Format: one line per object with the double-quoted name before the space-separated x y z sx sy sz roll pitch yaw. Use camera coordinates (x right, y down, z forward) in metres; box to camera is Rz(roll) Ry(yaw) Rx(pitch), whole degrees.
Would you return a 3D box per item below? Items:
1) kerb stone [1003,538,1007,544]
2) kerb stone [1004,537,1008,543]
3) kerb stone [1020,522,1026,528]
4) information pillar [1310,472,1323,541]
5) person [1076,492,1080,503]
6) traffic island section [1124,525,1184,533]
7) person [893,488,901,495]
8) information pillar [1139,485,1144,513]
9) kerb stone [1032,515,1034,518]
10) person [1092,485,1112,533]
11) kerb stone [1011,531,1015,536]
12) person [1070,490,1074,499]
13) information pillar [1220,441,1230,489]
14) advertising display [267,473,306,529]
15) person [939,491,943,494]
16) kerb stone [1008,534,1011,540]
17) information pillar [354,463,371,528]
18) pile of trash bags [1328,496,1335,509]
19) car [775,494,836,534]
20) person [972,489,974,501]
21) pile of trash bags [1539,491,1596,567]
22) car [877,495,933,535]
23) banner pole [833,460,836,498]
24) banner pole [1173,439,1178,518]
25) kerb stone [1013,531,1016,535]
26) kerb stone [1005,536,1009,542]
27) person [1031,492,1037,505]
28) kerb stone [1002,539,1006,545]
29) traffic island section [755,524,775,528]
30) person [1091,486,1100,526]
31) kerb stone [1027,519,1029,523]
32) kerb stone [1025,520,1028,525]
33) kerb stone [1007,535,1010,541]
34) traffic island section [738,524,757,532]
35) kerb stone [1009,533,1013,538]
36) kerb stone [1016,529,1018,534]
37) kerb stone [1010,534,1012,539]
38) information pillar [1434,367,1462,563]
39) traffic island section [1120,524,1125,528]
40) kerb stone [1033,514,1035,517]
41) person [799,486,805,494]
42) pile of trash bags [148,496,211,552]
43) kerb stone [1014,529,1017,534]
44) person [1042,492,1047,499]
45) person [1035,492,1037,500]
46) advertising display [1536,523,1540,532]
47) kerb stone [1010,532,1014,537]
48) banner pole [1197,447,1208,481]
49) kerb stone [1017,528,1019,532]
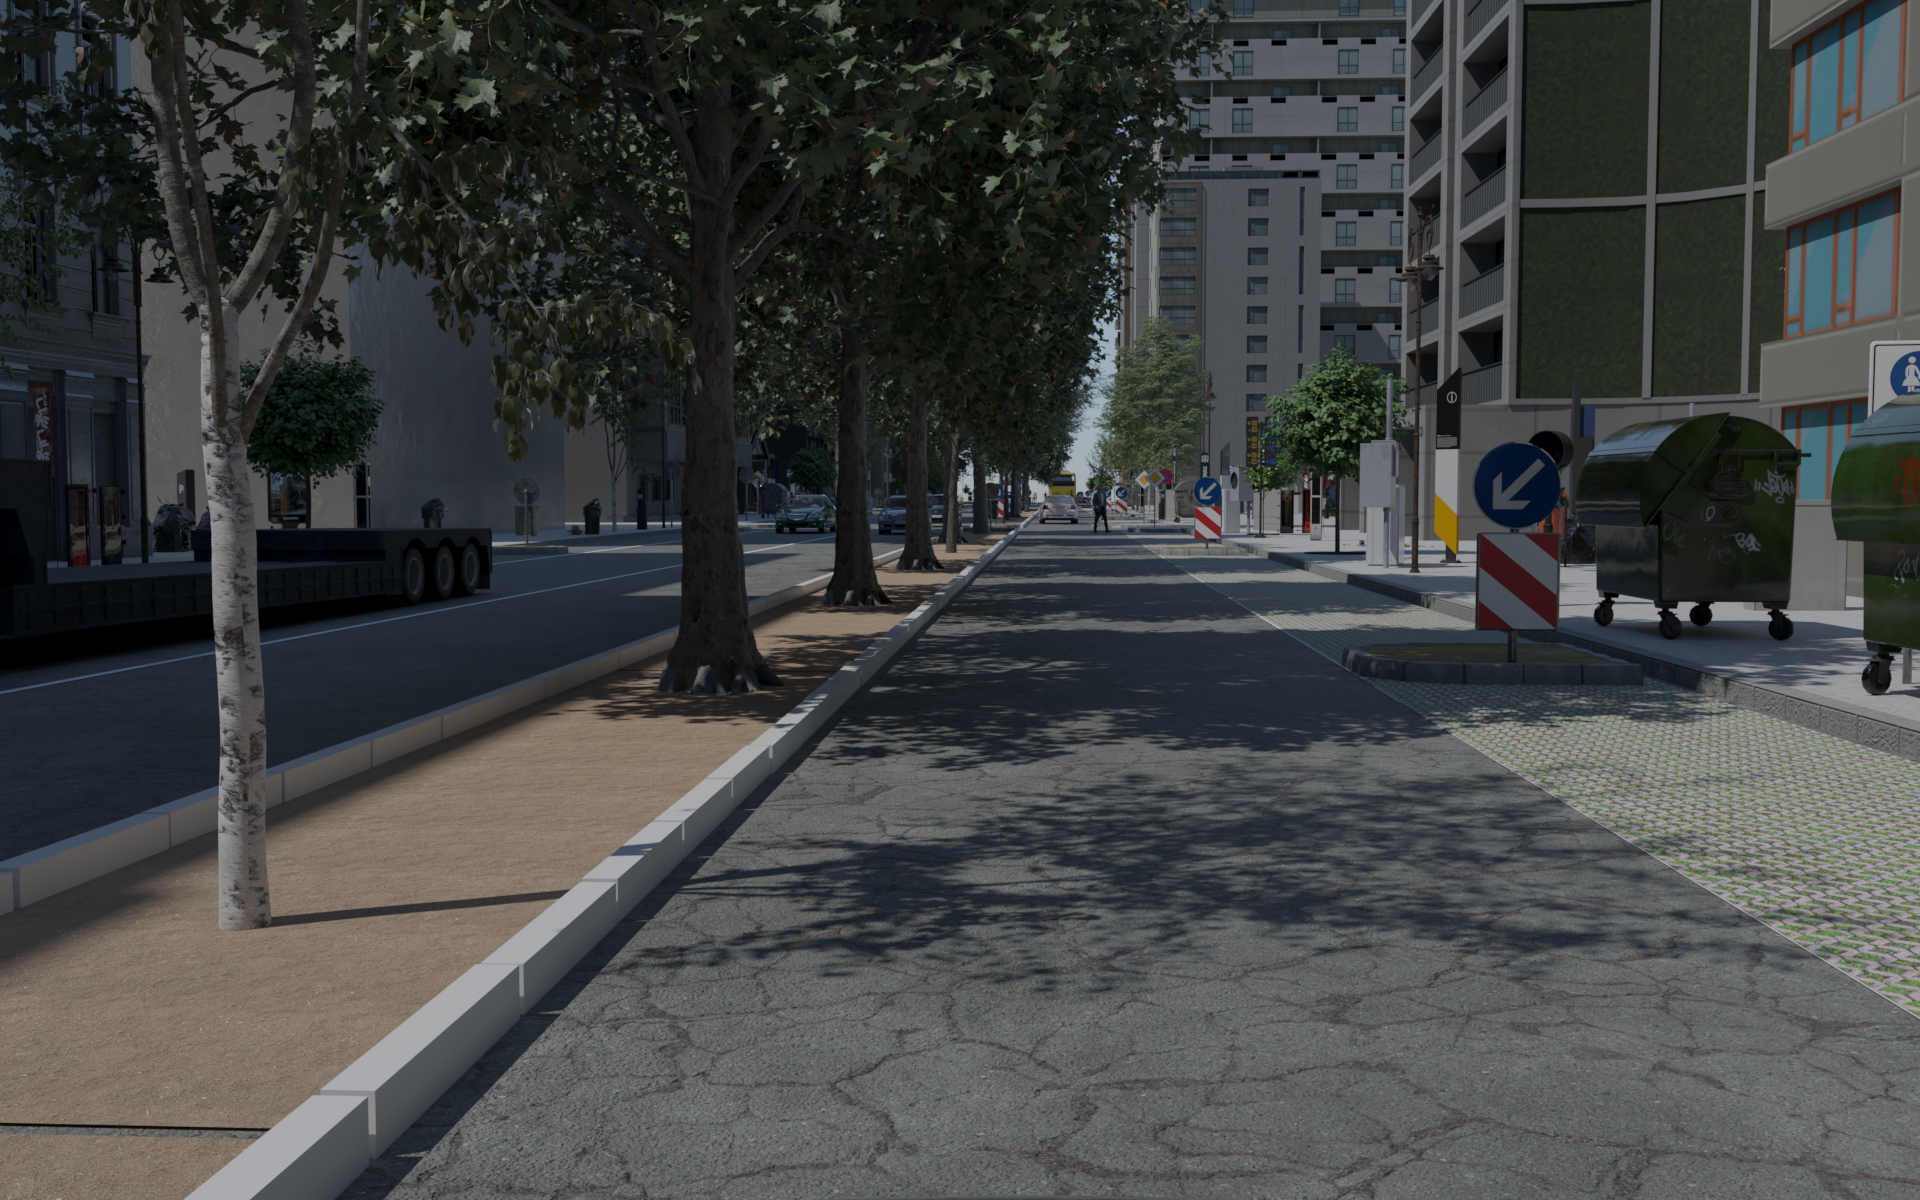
"kerb stone" 1.144 -1.530 47.271 0.120 0.150 1.000 0 4 3
"kerb stone" 1.198 -1.595 48.303 0.120 0.150 1.000 0 4 3
"kerb stone" 2.616 -3.132 73.411 0.120 0.150 1.000 0 4 3
"information pillar" 9.818 -2.642 47.693 0.304 2.012 0.304 1 4 17
"person" 17.966 -15.574 263.796 0.551 1.740 0.621 -1 4 -14
"traffic island section" 7.370 -2.639 65.436 2.009 0.180 2.903 0 4 3
"person" -5.135 -8.152 141.153 0.474 1.900 0.648 2 4 31
"information pillar" 12.079 -6.775 115.260 0.304 2.012 0.304 -1 4 -14
"kerb stone" 3.889 -4.508 95.907 0.120 0.150 1.000 0 4 3
"person" 5.238 -3.370 63.995 0.661 1.777 0.834 -3 4 -38
"kerb stone" 1.607 -2.029 55.473 0.120 0.150 1.000 0 4 3
"person" 10.660 -9.591 165.246 0.705 1.831 1.348 1 4 12
"information pillar" 11.779 -5.234 76.923 0.504 3.616 0.183 -2 4 -32
"advertising display" -15.759 -2.169 40.673 0.123 1.923 0.974 3 5 43
"person" -2.141 -11.143 190.788 1.348 1.812 0.705 1 4 17
"kerb stone" 1.376 -1.785 51.377 0.120 0.150 1.000 0 4 3
"information pillar" -14.308 -2.264 41.508 0.304 2.012 0.304 0 4 -6
"pile of trash bags" 29.533 -7.533 132.915 3.447 1.369 1.912 1 4 15
"car" -5.684 -3.218 64.404 2.131 1.459 4.920 0 4 4
"person" 1.028 -6.743 118.762 0.388 1.821 0.555 0 4 2
"pile of trash bags" 11.626 -1.333 31.554 3.447 1.369 1.912 -3 4 -38
"car" -1.963 -3.104 62.746 2.014 1.417 4.499 0 4 2
"banner pole" -8.529 -7.797 117.500 0.401 3.779 0.863 1 4 15
"banner pole" 9.774 -5.422 78.670 0.401 3.779 0.863 0 4 -6
"kerb stone" 1.662 -2.096 56.494 0.120 0.150 1.000 0 4 3
"kerb stone" 1.258 -1.660 49.330 0.120 0.150 1.000 0 4 3
"person" 10.096 -13.906 236.795 0.756 1.711 0.436 1 4 18
"kerb stone" 1.089 -1.471 46.250 0.120 0.150 1.000 0 4 3
"traffic island section" -8.695 -3.184 74.342 2.009 0.180 2.903 0 4 3
"person" 6.032 -4.166 76.872 0.793 1.790 0.793 -1 4 -18
"kerb stone" 3.015 -3.570 80.570 0.120 0.150 1.000 0 4 3
"kerb stone" 2.901 -3.445 78.529 0.120 0.150 1.000 0 4 3
"kerb stone" 1.311 -1.722 50.354 0.120 0.150 1.000 0 4 3
"traffic island section" -9.145 -2.697 66.370 2.009 0.180 2.903 0 4 3
"kerb stone" 1.493 -1.910 53.425 0.120 0.150 1.000 0 4 3
"kerb stone" 1.830 -2.285 59.560 0.120 0.150 1.000 0 4 3
"kerb stone" 1.431 -1.848 52.405 0.120 0.150 1.000 0 4 3
"information pillar" 9.070 -2.495 32.155 0.183 3.616 0.504 -3 5 -42
"traffic island section" 7.820 -3.127 73.409 2.009 0.180 2.903 0 4 3
"kerb stone" 4.062 -4.696 98.976 0.120 0.150 1.000 0 4 3
"person" -7.732 -4.705 85.441 0.388 1.821 0.555 1 4 21
"pile of trash bags" -18.133 -1.759 38.517 1.912 1.369 3.447 2 4 34
"kerb stone" 1.778 -2.223 58.535 0.120 0.150 1.000 0 4 3
"person" 13.215 -15.850 267.658 1.348 1.822 0.705 -1 4 -11
"person" 13.222 -17.720 299.014 0.721 1.735 1.217 0 4 -6
"advertising display" 12.408 -1.921 36.630 0.123 1.923 0.974 0 4 1
"kerb stone" 1.547 -1.973 54.446 0.120 0.150 1.000 0 4 3
"banner pole" 12.983 -6.292 92.895 0.863 3.779 0.401 2 4 24
"kerb stone" 1.952 -2.411 61.612 0.120 0.150 1.000 0 4 3
